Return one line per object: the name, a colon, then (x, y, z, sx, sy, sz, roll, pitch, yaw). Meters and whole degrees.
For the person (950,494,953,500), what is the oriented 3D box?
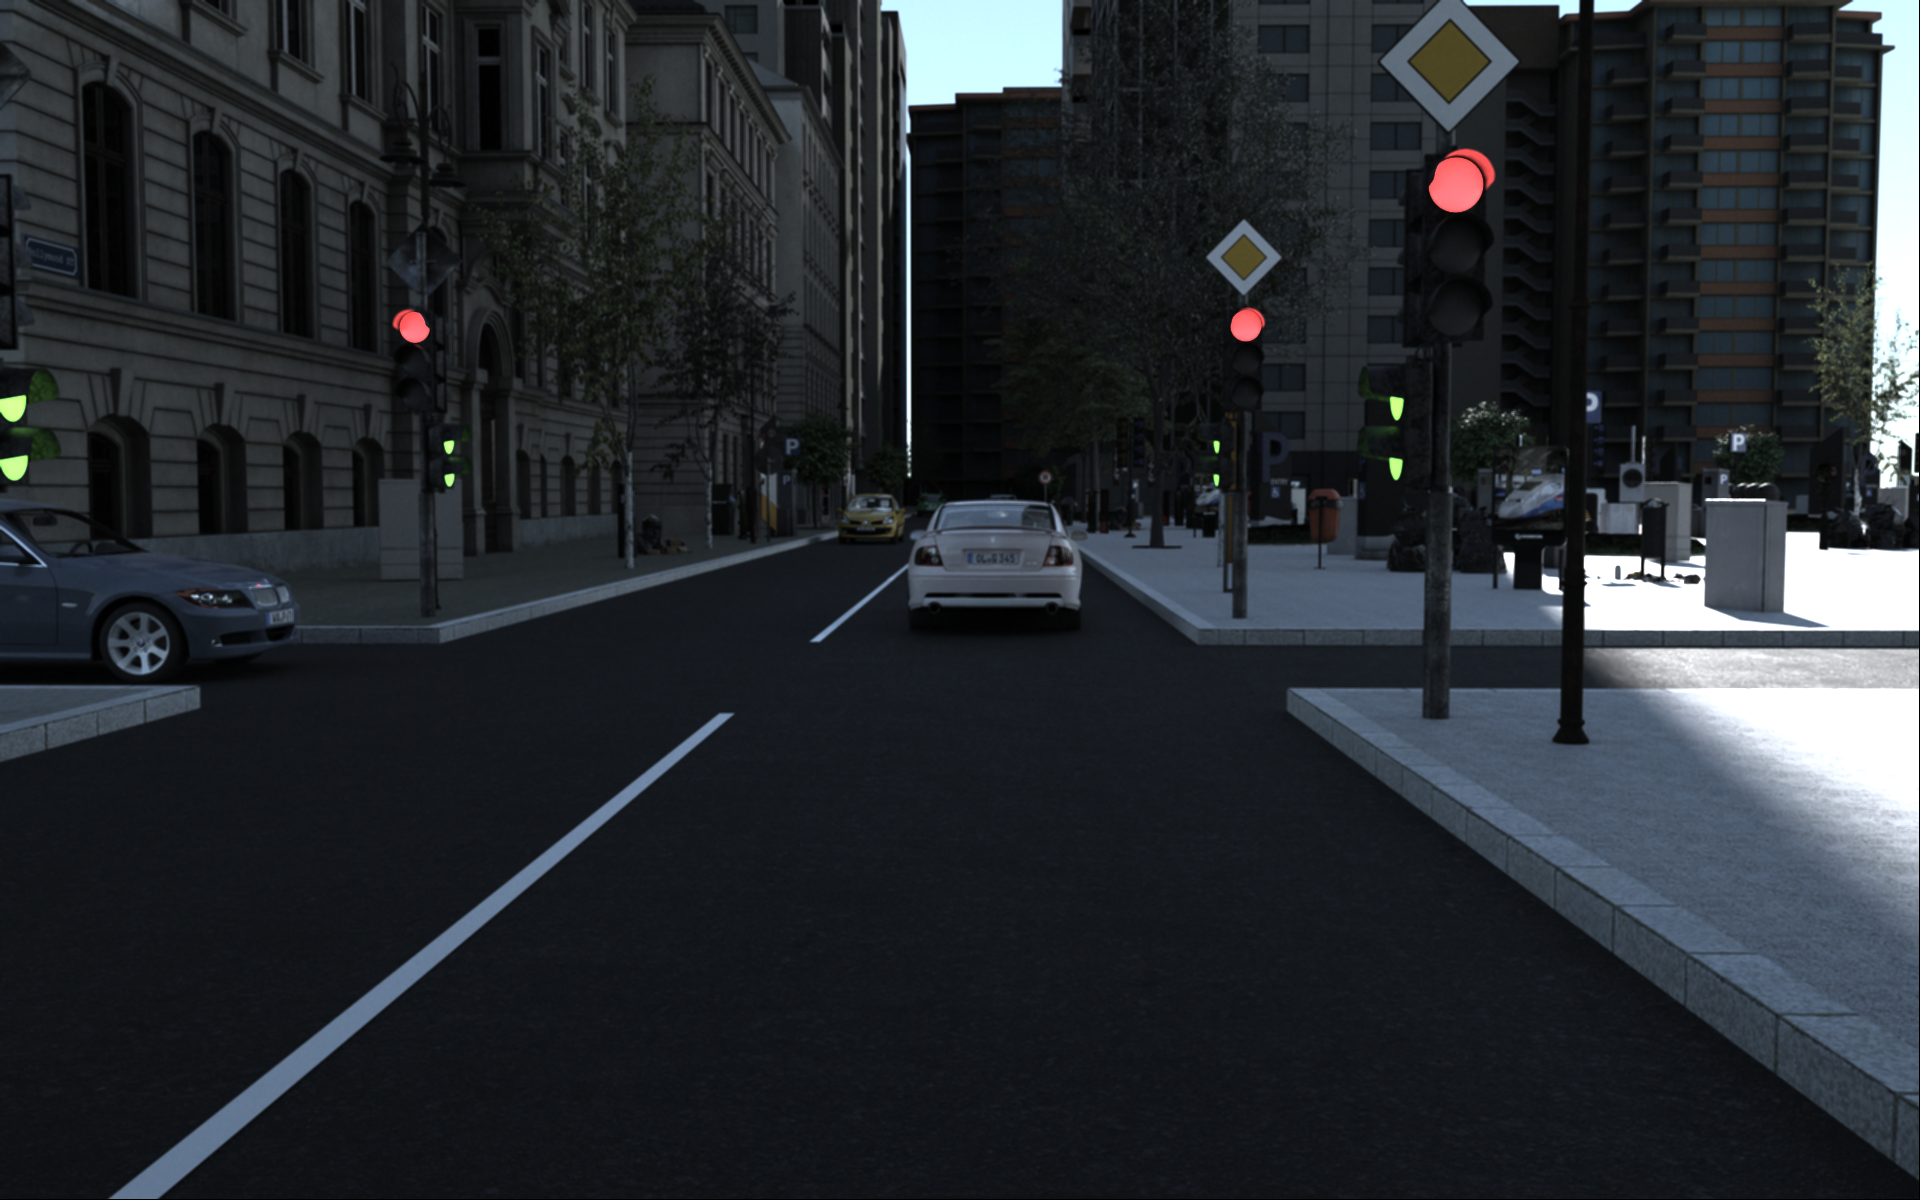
person: (-0.856, -9.029, 159.382, 0.557, 1.426, 1.065, 2, 4, 26)

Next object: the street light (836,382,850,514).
street light: (-4.857, -6.053, 71.755, 0.468, 5.910, 1.993, 0, 4, 1)

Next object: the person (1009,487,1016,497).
person: (2.791, -5.280, 94.833, 0.705, 1.822, 1.348, 2, 4, 34)

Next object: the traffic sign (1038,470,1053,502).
traffic sign: (4.600, -5.699, 93.288, 0.768, 2.556, 0.104, 0, 4, 7)

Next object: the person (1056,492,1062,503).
person: (9.779, -10.041, 172.670, 1.348, 1.824, 0.705, -3, 5, -43)

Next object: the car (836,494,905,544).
car: (-2.579, -2.489, 50.923, 2.015, 1.641, 3.980, 0, 4, 2)

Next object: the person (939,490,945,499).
person: (-1.545, -7.534, 132.418, 1.217, 1.736, 0.721, 3, 5, 43)

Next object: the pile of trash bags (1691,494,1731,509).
pile of trash bags: (23.626, -2.804, 55.603, 3.447, 1.369, 1.912, -2, 4, -35)

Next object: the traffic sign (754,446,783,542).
traffic sign: (-5.118, -2.821, 46.236, 0.768, 2.556, 0.104, 0, 4, 4)

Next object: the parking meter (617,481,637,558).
parking meter: (-6.698, -1.617, 34.848, 0.372, 1.533, 0.369, 0, 3, 0)

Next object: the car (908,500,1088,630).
car: (0.429, -0.449, 19.704, 2.083, 1.381, 4.827, 0, 4, 2)

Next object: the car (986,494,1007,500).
car: (2.940, -7.516, 131.675, 1.959, 1.807, 4.718, 0, 4, 0)

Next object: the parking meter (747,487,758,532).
parking meter: (-7.041, -3.075, 58.683, 0.372, 1.533, 0.369, 0, 3, 0)

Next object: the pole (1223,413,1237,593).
pole: (3.526, -1.753, 22.508, 0.158, 3.312, 0.155, 0, 3, 0)

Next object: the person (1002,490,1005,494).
person: (4.083, -9.318, 160.864, 0.705, 1.822, 1.348, -1, 4, -16)

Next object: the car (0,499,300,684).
car: (-7.660, -0.117, 13.917, 4.499, 1.417, 2.014, 0, 4, 2)

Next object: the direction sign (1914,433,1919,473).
direction sign: (35.572, -4.385, 63.697, 0.876, 3.537, 0.379, 3, 4, 38)

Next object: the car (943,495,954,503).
car: (-1.463, -7.700, 138.483, 1.945, 1.354, 3.894, 0, 4, 2)

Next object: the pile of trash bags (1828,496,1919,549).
pile of trash bags: (22.498, -1.924, 41.208, 3.447, 1.369, 1.912, -1, 4, -17)

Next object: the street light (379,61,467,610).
street light: (-5.878, -2.835, 19.133, 0.468, 5.910, 1.993, 0, 4, 1)

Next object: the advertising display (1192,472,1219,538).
advertising display: (7.342, -2.804, 51.062, 0.974, 1.923, 0.123, -1, 4, -8)

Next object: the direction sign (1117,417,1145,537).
direction sign: (5.046, -3.625, 51.261, 0.876, 3.537, 0.379, 2, 4, 29)

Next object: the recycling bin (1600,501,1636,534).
recycling bin: (17.970, -2.126, 47.317, 0.722, 1.027, 0.722, 0, 4, 0)

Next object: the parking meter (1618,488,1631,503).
parking meter: (27.101, -3.818, 70.831, 0.372, 1.533, 0.369, 0, 3, 0)

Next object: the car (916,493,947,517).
car: (-1.829, -6.269, 111.294, 1.959, 1.807, 4.718, 0, 4, 1)

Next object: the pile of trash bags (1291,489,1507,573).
pile of trash bags: (7.536, -1.194, 29.267, 3.447, 1.369, 1.912, 2, 4, 26)

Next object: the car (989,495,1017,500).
car: (2.126, -4.497, 85.520, 2.014, 1.417, 4.499, 0, 4, 2)

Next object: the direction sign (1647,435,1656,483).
direction sign: (26.718, -4.587, 66.998, 0.379, 3.537, 0.876, 0, 4, 5)

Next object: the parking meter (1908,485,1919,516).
parking meter: (25.409, -2.301, 46.029, 0.372, 1.533, 0.369, 0, 3, 0)

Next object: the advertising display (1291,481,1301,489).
advertising display: (15.995, -4.801, 83.707, 0.974, 1.923, 0.123, -1, 4, -17)

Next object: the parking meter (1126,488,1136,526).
parking meter: (6.889, -3.753, 69.771, 0.372, 1.533, 0.369, 0, 3, 0)

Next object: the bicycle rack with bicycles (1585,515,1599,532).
bicycle rack with bicycles: (14.976, -1.902, 44.482, 2.925, 0.926, 2.852, 0, 4, -5)

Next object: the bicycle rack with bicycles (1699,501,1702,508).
bicycle rack with bicycles: (38.705, -4.546, 87.710, 2.852, 0.926, 2.925, 2, 4, 33)

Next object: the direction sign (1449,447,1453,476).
direction sign: (20.773, -4.999, 73.730, 0.379, 3.537, 0.876, 3, 5, 43)

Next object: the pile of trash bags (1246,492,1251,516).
pile of trash bags: (12.093, -3.349, 64.508, 3.447, 1.369, 1.912, 2, 4, 31)

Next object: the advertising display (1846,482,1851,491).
advertising display: (45.776, -5.192, 90.110, 0.974, 1.923, 0.123, 1, 4, 14)

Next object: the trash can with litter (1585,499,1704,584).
trash can with litter: (10.288, -0.874, 25.354, 1.678, 1.210, 2.233, -1, 4, -12)

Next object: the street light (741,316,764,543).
street light: (-5.392, -4.416, 44.983, 0.468, 5.910, 1.993, 0, 4, 1)

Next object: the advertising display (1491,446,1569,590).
advertising display: (7.661, -1.106, 23.301, 0.974, 1.923, 0.123, 2, 4, 27)

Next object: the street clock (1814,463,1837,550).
street clock: (19.930, -2.162, 39.921, 0.471, 2.002, 0.358, 2, 4, 25)

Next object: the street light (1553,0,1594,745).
street light: (3.158, -2.201, 8.775, 0.468, 5.910, 1.993, 0, 4, 1)

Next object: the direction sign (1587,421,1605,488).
direction sign: (19.611, -3.793, 54.020, 0.876, 3.537, 0.379, 1, 4, 20)
